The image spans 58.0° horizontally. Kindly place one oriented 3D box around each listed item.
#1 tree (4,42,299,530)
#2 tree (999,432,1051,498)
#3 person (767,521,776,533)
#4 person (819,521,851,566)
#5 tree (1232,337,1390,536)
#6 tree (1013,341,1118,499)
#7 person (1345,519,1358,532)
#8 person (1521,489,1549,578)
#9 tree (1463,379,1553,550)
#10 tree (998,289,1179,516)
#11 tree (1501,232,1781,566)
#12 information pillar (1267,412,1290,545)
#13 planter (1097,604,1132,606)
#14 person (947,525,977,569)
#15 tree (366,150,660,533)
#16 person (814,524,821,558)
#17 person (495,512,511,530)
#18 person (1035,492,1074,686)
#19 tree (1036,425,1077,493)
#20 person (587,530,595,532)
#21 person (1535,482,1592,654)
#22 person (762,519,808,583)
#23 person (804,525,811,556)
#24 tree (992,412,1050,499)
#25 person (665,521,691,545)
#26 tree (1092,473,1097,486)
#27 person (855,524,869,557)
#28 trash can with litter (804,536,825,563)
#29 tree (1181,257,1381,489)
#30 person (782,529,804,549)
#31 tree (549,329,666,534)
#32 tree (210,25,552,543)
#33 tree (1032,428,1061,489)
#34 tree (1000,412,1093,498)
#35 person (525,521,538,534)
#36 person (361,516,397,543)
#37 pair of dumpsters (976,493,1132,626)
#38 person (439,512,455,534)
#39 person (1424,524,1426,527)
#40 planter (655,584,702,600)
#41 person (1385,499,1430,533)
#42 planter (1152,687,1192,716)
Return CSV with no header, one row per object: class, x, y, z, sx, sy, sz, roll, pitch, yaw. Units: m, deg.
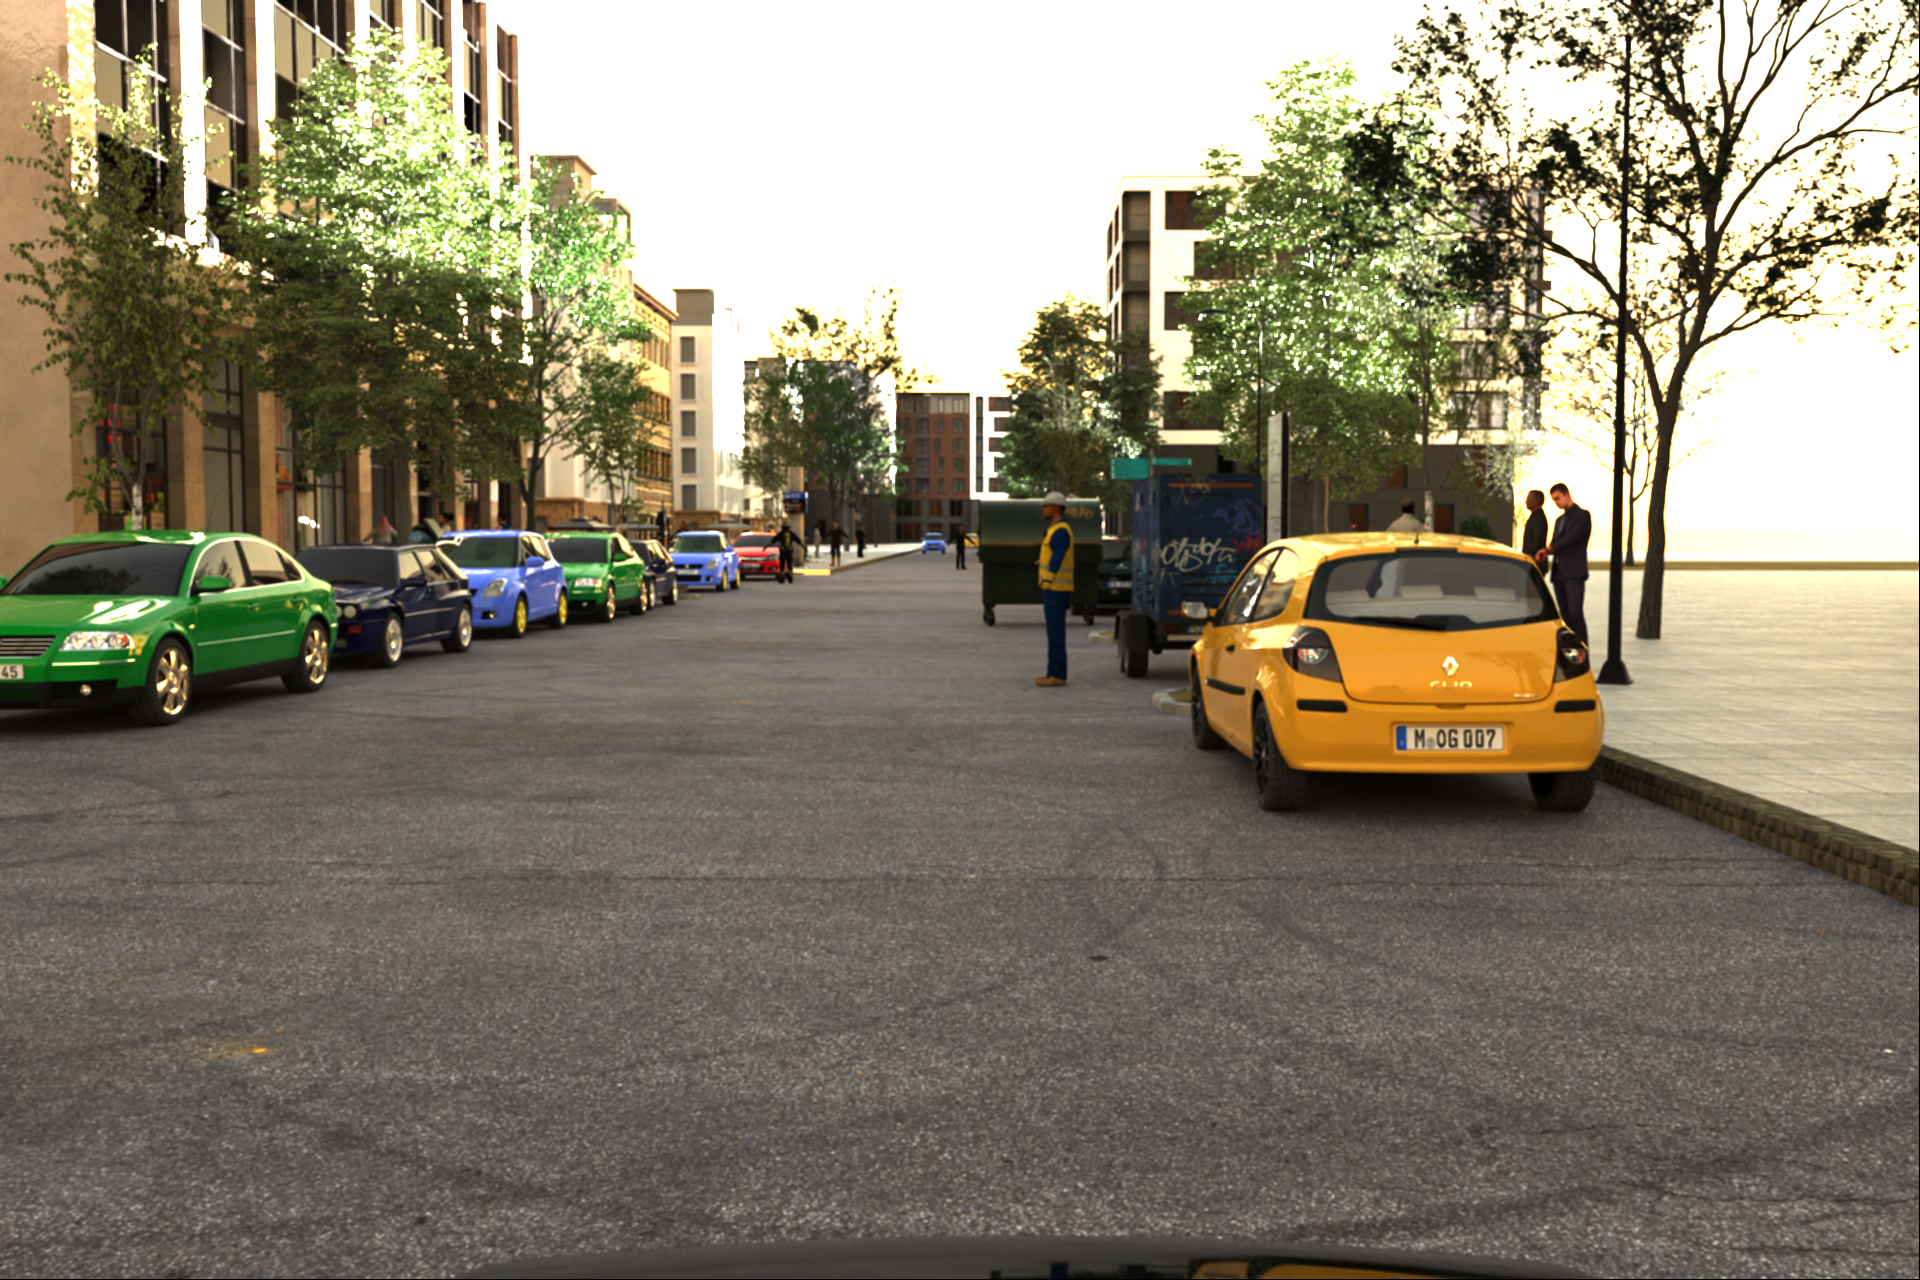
tree,-12.711,-4.679,26.870,4.737,8.622,4.395,0,3,0
tree,7.220,-13.673,149.316,9.928,11.665,9.643,0,3,0
person,-7.344,-3.671,66.481,0.721,1.772,1.216,2,4,26
person,-4.999,-3.879,69.558,1.346,1.812,0.704,1,4,14
tree,15.203,-8.594,74.929,7.601,10.594,8.767,-1,4,-12
tree,3.724,-7.131,66.953,4.360,8.622,3.978,0,3,0
person,11.277,-2.621,49.814,0.530,1.710,0.541,-1,4,-20
person,6.727,-0.868,20.364,0.705,1.807,1.348,1,4,17
tree,26.153,-7.966,80.609,4.360,8.622,3.978,0,3,0
tree,6.552,-11.198,89.749,9.857,13.997,8.962,0,3,0
tree,27.063,-9.717,69.250,12.009,13.543,11.850,0,3,0
information pillar,6.277,-2.621,34.166,0.184,3.620,1.656,0,4,1
planter,2.857,-0.871,35.376,1.991,0.319,1.994,0,4,1
person,0.043,-3.790,70.650,1.346,1.802,0.704,-2,4,-29
tree,-12.177,-7.499,48.364,9.928,11.665,9.643,0,3,0
person,-7.583,-5.271,92.367,0.705,1.806,1.347,-1,4,-15
person,-10.870,-2.133,41.040,0.704,1.807,1.345,1,4,22
person,0.874,-0.489,16.430,0.705,1.833,1.349,0,4,2
tree,6.605,-9.643,108.026,4.737,8.622,4.395,0,3,0
person,-17.402,-4.573,81.487,1.216,1.740,0.721,-3,4,-39
person,5.626,-0.593,16.191,0.568,1.767,0.683,-1,4,-15
person,-5.087,-2.587,50.540,1.354,1.856,0.705,-1,4,-16
person,-9.125,-5.806,101.110,0.705,1.806,1.347,-2,4,-35
tree,7.729,-15.750,164.174,9.857,13.997,8.962,0,3,0
person,-9.530,-3.228,59.589,1.215,1.729,0.721,0,4,4
tree,22.089,-21.317,255.179,9.857,13.997,8.962,0,3,0
person,-5.447,-5.461,95.215,0.705,1.837,1.347,2,4,29
trash can with litter,-6.861,-4.102,78.122,1.678,1.210,2.233,0,4,2
tree,12.115,-8.500,64.731,9.928,11.665,9.643,0,3,0
person,-5.806,-2.985,57.383,1.348,1.813,0.705,0,4,4
tree,-12.138,-6.748,60.699,4.737,8.622,4.395,0,3,0
tree,-13.243,-7.431,39.630,7.486,12.596,7.792,0,3,0
tree,6.748,-10.126,115.917,4.737,8.622,4.395,0,3,0
tree,7.008,-12.935,137.237,9.928,11.665,9.643,0,3,0
person,-15.610,-3.462,62.735,0.704,1.817,1.347,2,4,27
person,-16.581,-2.674,49.860,1.347,1.811,0.704,-1,4,-18
pair of dumpsters,2.476,-1.378,27.475,4.436,2.255,1.574,0,4,0
person,-10.904,-1.810,36.371,0.721,1.739,1.217,-2,4,-28
person,11.923,-2.361,45.455,0.742,1.727,0.445,2,4,23
planter,-6.781,-1.053,38.351,1.991,0.319,1.994,0,4,1
person,6.833,-1.240,26.367,0.704,1.819,1.344,-3,5,-43
planter,2.618,0.417,14.321,1.991,0.319,1.994,0,4,1
